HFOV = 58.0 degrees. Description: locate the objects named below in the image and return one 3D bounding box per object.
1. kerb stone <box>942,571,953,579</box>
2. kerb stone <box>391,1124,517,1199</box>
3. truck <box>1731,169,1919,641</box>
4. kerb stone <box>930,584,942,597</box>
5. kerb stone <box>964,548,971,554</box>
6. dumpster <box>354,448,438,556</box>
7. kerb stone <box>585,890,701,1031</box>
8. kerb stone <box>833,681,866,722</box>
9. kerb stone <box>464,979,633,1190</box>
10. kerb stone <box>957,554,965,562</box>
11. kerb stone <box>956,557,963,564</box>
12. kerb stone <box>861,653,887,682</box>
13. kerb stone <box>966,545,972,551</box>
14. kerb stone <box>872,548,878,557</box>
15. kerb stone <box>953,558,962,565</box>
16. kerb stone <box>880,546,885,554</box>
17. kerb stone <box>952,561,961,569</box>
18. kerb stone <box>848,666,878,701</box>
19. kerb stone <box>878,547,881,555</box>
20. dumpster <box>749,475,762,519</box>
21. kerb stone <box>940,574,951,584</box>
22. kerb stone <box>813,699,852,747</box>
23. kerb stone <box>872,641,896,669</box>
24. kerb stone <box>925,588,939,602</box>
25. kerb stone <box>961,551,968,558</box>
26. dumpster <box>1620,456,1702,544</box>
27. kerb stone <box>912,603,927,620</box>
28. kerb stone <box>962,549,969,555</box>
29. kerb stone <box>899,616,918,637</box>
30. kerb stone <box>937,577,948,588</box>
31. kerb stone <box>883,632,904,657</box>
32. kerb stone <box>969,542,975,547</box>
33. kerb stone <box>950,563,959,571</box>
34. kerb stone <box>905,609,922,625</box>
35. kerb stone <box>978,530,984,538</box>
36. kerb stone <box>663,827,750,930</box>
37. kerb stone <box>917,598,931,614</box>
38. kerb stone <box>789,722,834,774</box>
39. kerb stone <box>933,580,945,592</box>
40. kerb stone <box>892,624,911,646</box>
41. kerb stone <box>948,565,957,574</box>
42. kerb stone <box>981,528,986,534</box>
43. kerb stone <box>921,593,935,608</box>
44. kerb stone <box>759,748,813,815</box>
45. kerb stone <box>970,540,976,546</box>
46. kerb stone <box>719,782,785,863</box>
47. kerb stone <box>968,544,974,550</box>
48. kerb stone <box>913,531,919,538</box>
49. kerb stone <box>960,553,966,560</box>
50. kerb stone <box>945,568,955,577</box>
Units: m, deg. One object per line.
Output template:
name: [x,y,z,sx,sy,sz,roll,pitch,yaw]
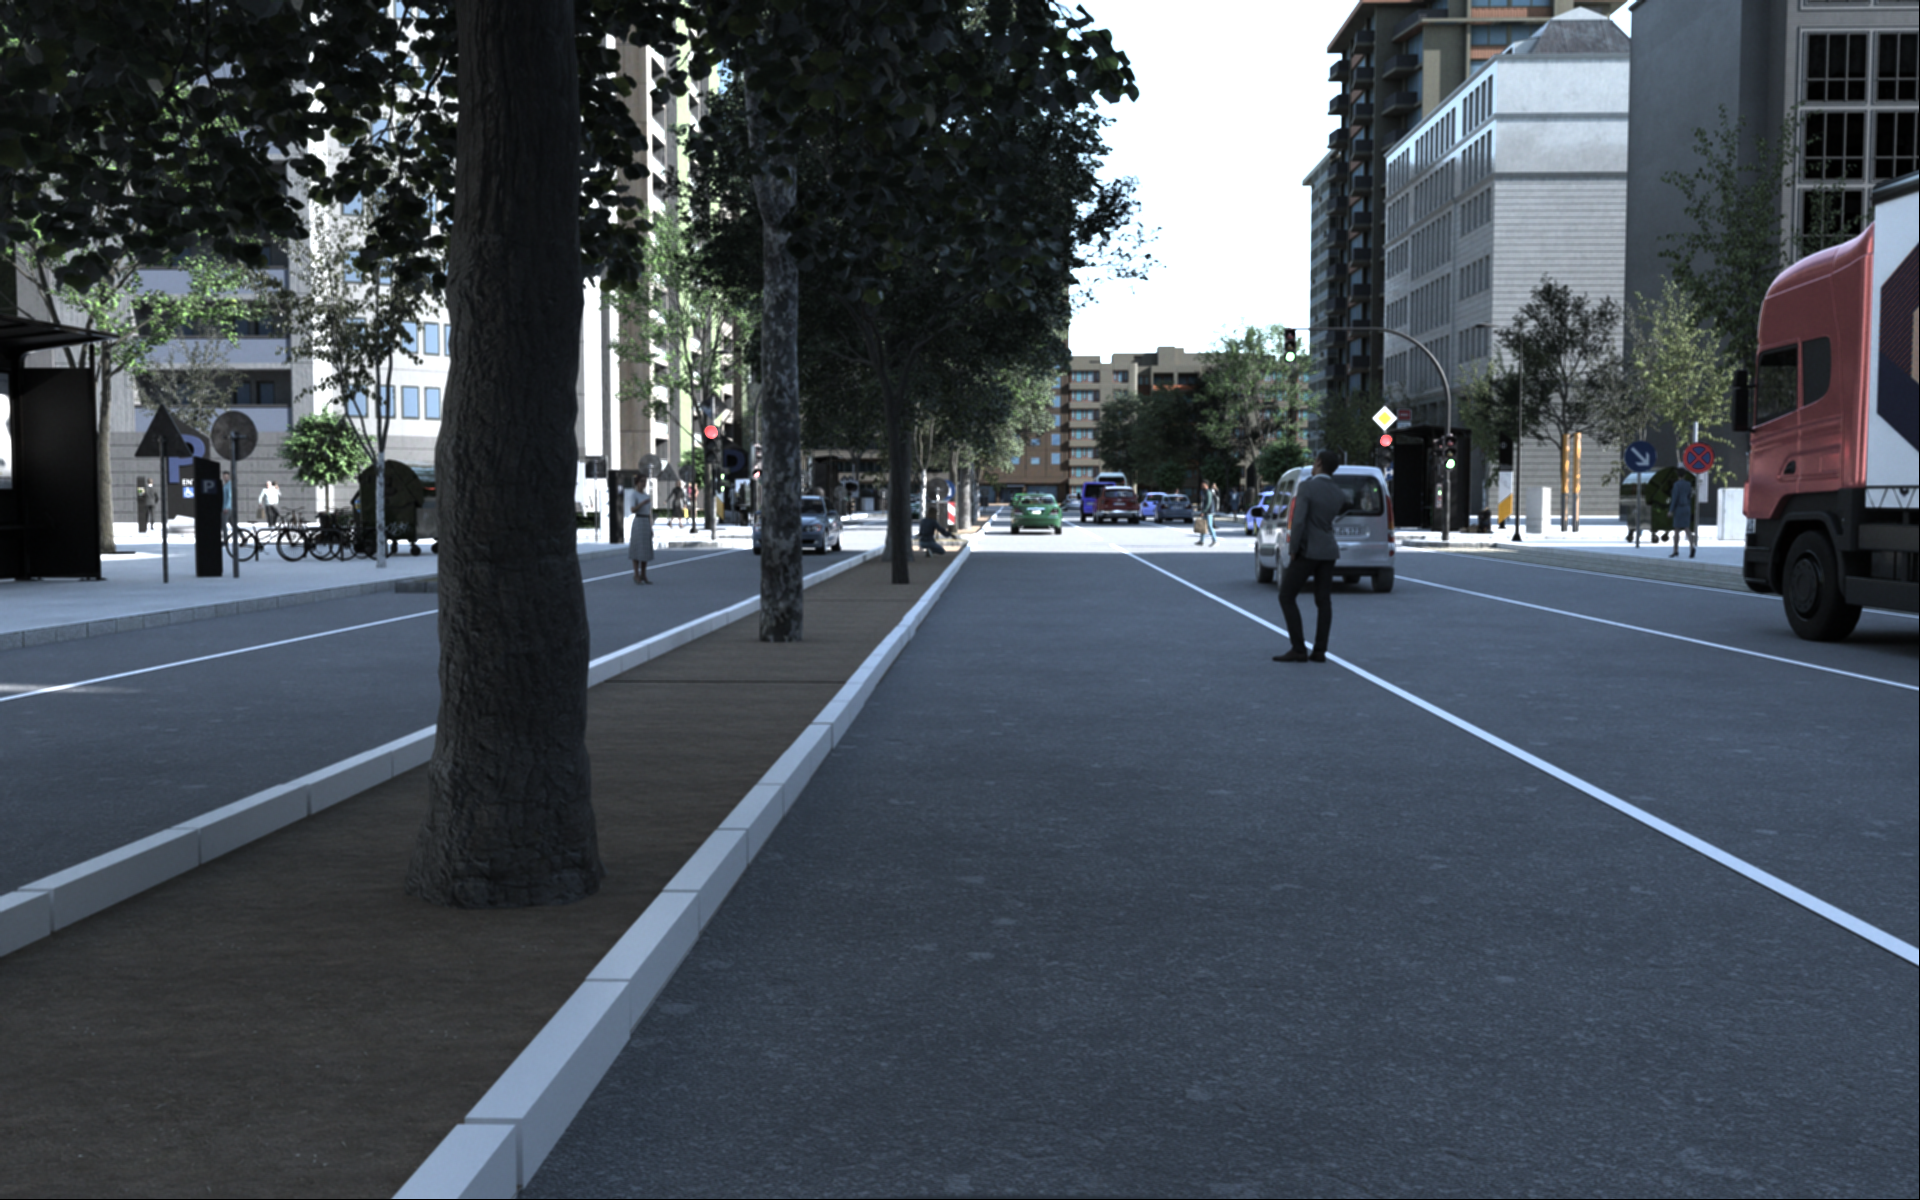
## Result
kerb stone: [-0.236,-0.332,27.627,0.120,0.150,1.000,0,4,2]
kerb stone: [-0.979,1.173,3.032,0.120,0.150,1.000,0,4,2]
truck: [9.393,-1.499,13.428,2.839,4.237,11.283,0,4,0]
kerb stone: [-0.359,-0.082,23.537,0.120,0.150,1.000,0,4,2]
kerb stone: [0.108,-1.022,38.916,0.120,0.150,1.000,0,4,2]
dumpster: [-11.732,-2.082,36.528,1.502,2.255,1.985,0,4,2]
kerb stone: [-0.918,1.047,5.088,0.120,0.150,1.000,0,4,2]
kerb stone: [-0.726,0.670,11.242,0.120,0.150,1.000,0,4,2]
kerb stone: [-0.944,1.109,4.062,0.120,0.150,1.000,0,4,2]
kerb stone: [-0.028,-0.772,34.814,0.120,0.150,1.000,0,4,2]
kerb stone: [-0.061,-0.703,33.786,0.120,0.150,1.000,0,4,2]
kerb stone: [-0.673,0.544,13.293,0.120,0.150,1.000,0,4,2]
kerb stone: [0.159,-1.147,40.961,0.120,0.150,1.000,0,4,2]
kerb stone: [-2.000,-1.022,38.899,0.120,0.150,1.000,0,4,2]
kerb stone: [-0.079,-0.646,32.756,0.120,0.150,1.000,0,4,2]
kerb stone: [-1.931,-1.147,40.948,0.120,0.150,1.000,0,4,2]
kerb stone: [-0.112,-0.583,31.724,0.120,0.150,1.000,0,4,2]
kerb stone: [-0.701,0.607,12.269,0.120,0.150,1.000,0,4,2]
kerb stone: [-1.975,-1.084,39.921,0.120,0.150,1.000,0,4,2]
dumpster: [-10.533,-5.190,87.349,1.502,2.255,1.985,0,4,2]
kerb stone: [-0.262,-0.270,26.606,0.120,0.150,1.000,0,4,2]
kerb stone: [-0.758,0.732,10.220,0.120,0.150,1.000,0,4,2]
kerb stone: [-0.643,0.481,14.324,0.120,0.150,1.000,0,4,2]
kerb stone: [-0.391,-0.019,22.507,0.120,0.150,1.000,0,4,2]
kerb stone: [0.039,-0.897,36.856,0.120,0.150,1.000,0,4,2]
dumpster: [18.406,-2.629,45.479,1.502,2.255,1.985,0,4,2]
kerb stone: [-0.485,0.173,19.443,0.120,0.150,1.000,0,4,2]
kerb stone: [0.072,-0.960,37.893,0.120,0.150,1.000,0,4,2]
kerb stone: [-0.535,0.294,17.395,0.120,0.150,1.000,0,4,2]
kerb stone: [-0.296,-0.204,25.584,0.120,0.150,1.000,0,4,2]
kerb stone: [-0.610,0.419,15.346,0.120,0.150,1.000,0,4,2]
kerb stone: [0.256,-1.333,44.041,0.120,0.150,1.000,0,4,2]
kerb stone: [-0.143,-0.520,30.703,0.120,0.150,1.000,0,4,2]
kerb stone: [-0.521,0.233,18.422,0.120,0.150,1.000,0,4,2]
kerb stone: [0.641,-2.117,56.815,0.120,0.150,1.000,0,4,2]
kerb stone: [-0.889,0.983,6.117,0.120,0.150,1.000,0,4,2]
kerb stone: [-0.452,0.111,20.465,0.120,0.150,1.000,0,4,2]
kerb stone: [-0.795,0.801,9.197,0.120,0.150,1.000,0,4,2]
kerb stone: [-0.333,-0.145,24.563,0.120,0.150,1.000,0,4,2]
kerb stone: [-0.575,0.359,16.367,0.120,0.150,1.000,0,4,2]
kerb stone: [-0.178,-0.458,29.682,0.120,0.150,1.000,0,4,2]
kerb stone: [0.759,-2.363,60.909,0.120,0.150,1.000,0,4,2]
kerb stone: [-0.422,0.043,21.486,0.120,0.150,1.000,0,4,2]
kerb stone: [-0.825,0.858,8.174,0.120,0.150,1.000,0,4,2]
kerb stone: [0.285,-1.399,45.062,0.120,0.150,1.000,0,4,2]
kerb stone: [-0.857,0.920,7.148,0.120,0.150,1.000,0,4,2]
kerb stone: [0.197,-1.211,41.990,0.120,0.150,1.000,0,4,2]
kerb stone: [-1.425,-2.181,57.913,0.120,0.150,1.000,0,4,2]
kerb stone: [0.003,-0.834,35.835,0.120,0.150,1.000,0,4,2]
kerb stone: [-0.209,-0.395,28.660,0.120,0.150,1.000,0,4,2]
